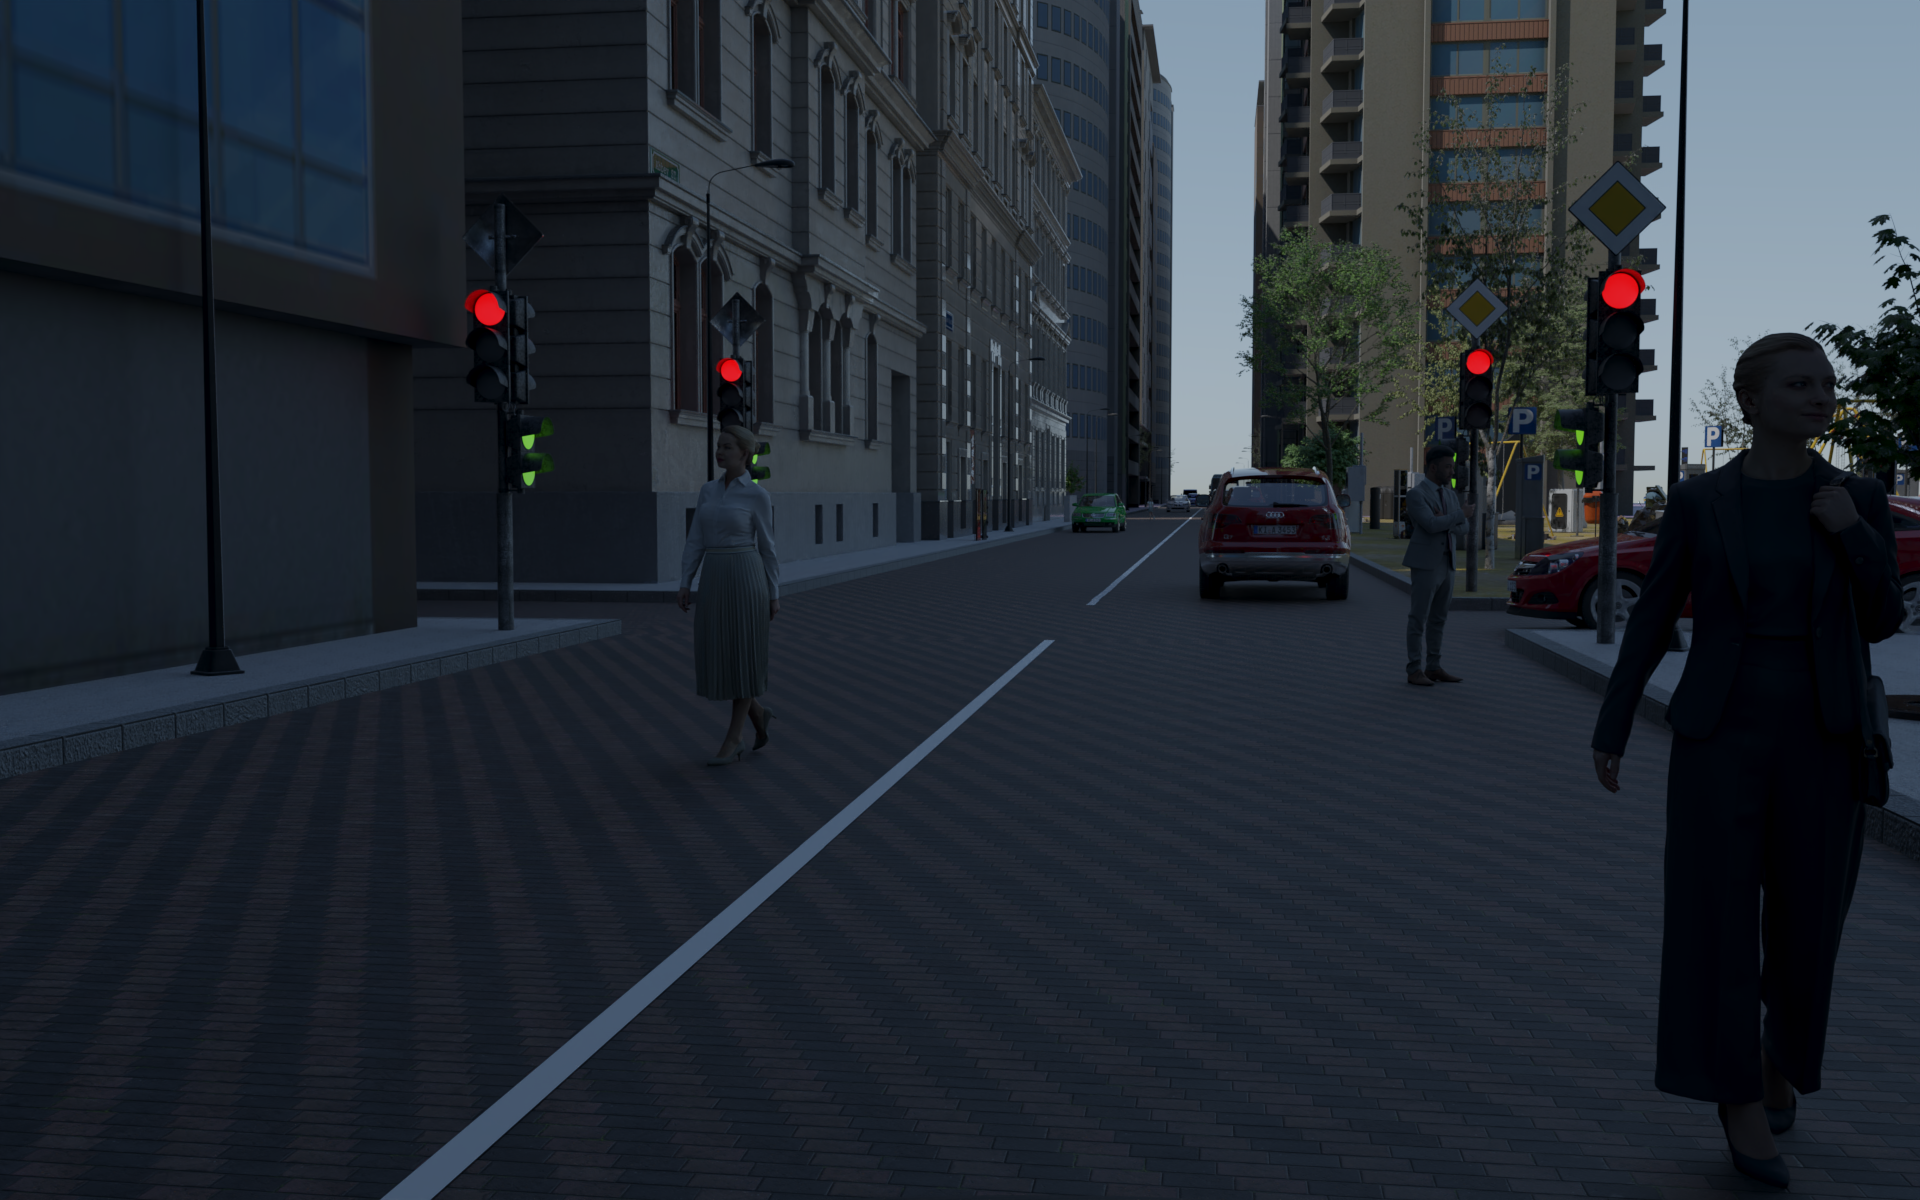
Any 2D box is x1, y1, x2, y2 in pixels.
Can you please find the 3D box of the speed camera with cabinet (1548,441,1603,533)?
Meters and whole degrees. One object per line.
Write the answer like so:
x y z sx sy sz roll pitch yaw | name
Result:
20.428 -3.839 57.108 0.660 3.252 2.038 -2 4 -32 | speed camera with cabinet

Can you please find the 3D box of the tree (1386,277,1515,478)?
16.653 -6.571 57.800 4.737 8.622 4.395 0 3 0 | tree

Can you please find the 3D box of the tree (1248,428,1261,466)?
31.882 -14.027 179.702 4.360 8.622 3.978 0 3 0 | tree

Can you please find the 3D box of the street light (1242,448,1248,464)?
30.780 -13.005 185.173 1.470 5.913 1.316 1 4 8 | street light

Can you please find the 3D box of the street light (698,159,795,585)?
-2.978 -3.161 24.220 1.470 5.913 1.316 1 4 8 | street light

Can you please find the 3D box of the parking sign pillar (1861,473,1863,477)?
33.267 -4.549 62.847 1.447 3.967 1.447 -2 4 -33 | parking sign pillar

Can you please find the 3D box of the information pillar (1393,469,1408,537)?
13.093 -2.874 51.478 0.304 2.012 0.304 -1 4 -18 | information pillar

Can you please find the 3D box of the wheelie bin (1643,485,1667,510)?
29.373 -3.996 73.235 0.980 1.594 0.693 2 4 32 | wheelie bin

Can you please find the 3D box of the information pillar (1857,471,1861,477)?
46.228 -5.966 88.896 0.504 3.616 0.183 1 4 18 | information pillar

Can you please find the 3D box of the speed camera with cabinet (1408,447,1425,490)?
19.541 -4.801 72.830 0.660 3.252 2.038 -1 4 -21 | speed camera with cabinet

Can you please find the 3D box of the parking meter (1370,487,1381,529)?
15.168 -3.356 63.289 0.372 1.533 0.369 0 3 0 | parking meter

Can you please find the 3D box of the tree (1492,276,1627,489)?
31.219 -10.567 90.894 7.486 12.596 7.792 0 3 0 | tree

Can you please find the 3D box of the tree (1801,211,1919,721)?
5.843 -0.952 10.169 1.663 3.219 1.824 0 3 0 | tree

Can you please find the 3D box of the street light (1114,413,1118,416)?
8.401 -7.795 99.995 1.470 5.913 1.316 1 4 8 | street light

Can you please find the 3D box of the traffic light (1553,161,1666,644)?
5.537 -1.582 14.788 0.839 4.253 0.868 1 4 8 | traffic light

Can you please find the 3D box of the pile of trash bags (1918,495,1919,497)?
20.873 -1.724 37.940 1.912 1.369 3.447 3 5 40 | pile of trash bags

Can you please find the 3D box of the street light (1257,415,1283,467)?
18.460 -7.934 102.258 1.470 5.913 1.316 1 4 8 | street light

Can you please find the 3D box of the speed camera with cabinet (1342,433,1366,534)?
12.839 -3.805 56.545 0.660 3.252 2.038 0 4 7 | speed camera with cabinet

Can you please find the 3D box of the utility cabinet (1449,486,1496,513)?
13.730 -2.307 46.398 1.173 1.500 0.318 2 4 28 | utility cabinet

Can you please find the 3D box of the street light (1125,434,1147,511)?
13.582 -9.915 134.654 1.470 5.913 1.316 1 4 8 | street light

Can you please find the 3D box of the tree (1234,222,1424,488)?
14.218 -8.639 67.010 9.928 11.665 9.643 0 3 0 | tree

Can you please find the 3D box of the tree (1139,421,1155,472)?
17.331 -13.640 173.374 4.360 8.622 3.978 0 3 0 | tree

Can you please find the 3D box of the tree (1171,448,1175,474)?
30.214 -18.754 256.981 4.360 8.622 3.978 0 3 0 | tree

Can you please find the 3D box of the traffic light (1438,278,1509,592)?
6.715 -2.065 22.686 0.839 4.253 0.868 1 4 8 | traffic light

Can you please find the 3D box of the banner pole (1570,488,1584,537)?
18.568 -3.789 51.969 0.401 3.779 0.863 1 4 17 | banner pole

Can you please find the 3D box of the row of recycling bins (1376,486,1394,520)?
21.870 -4.941 87.900 1.069 1.692 3.534 -1 4 -14 | row of recycling bins

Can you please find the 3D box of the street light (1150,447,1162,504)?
18.792 -12.074 169.947 1.470 5.913 1.316 1 4 8 | street light

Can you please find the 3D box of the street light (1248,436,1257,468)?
23.776 -10.084 137.411 1.470 5.913 1.316 1 4 8 | street light

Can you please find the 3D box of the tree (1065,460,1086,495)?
6.438 -6.331 98.107 1.663 3.219 1.824 0 3 0 | tree

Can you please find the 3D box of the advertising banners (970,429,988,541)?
0.510 -3.144 47.594 0.090 3.025 2.074 1 4 14 | advertising banners

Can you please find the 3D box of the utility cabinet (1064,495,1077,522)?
5.068 -4.192 79.699 0.306 1.237 1.020 1 4 23 | utility cabinet

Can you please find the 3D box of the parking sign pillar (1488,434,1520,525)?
22.696 -5.127 72.303 1.447 3.967 1.447 -2 4 -24 | parking sign pillar

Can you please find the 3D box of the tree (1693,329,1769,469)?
35.231 -7.802 77.926 4.360 8.622 3.978 0 3 0 | tree

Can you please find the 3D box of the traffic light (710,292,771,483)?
-3.090 -2.153 24.127 0.839 4.253 0.868 1 4 8 | traffic light

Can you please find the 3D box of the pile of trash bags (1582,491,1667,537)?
19.038 -2.342 48.042 3.447 1.369 1.912 0 4 7 | pile of trash bags

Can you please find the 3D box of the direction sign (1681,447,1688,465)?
34.746 -5.607 83.673 0.379 3.537 0.876 -2 4 -32 | direction sign

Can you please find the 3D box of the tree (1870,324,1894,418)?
38.193 -7.441 72.021 4.360 8.622 3.978 0 3 0 | tree

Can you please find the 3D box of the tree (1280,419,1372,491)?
16.217 -5.613 75.491 4.285 4.588 4.351 0 3 0 | tree

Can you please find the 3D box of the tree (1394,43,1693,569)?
9.291 -4.835 29.410 4.360 8.622 3.978 0 3 0 | tree

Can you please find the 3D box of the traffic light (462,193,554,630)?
-4.268 -1.670 16.229 0.839 4.253 0.868 1 4 8 | traffic light

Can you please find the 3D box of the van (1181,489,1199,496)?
27.670 -12.467 208.222 2.240 2.365 5.245 0 4 7 | van

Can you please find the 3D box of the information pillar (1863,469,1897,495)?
11.789 -1.085 22.227 0.304 2.012 0.304 0 4 4 | information pillar

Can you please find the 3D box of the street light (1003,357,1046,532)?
2.203 -5.281 58.880 1.470 5.913 1.316 1 4 8 | street light
